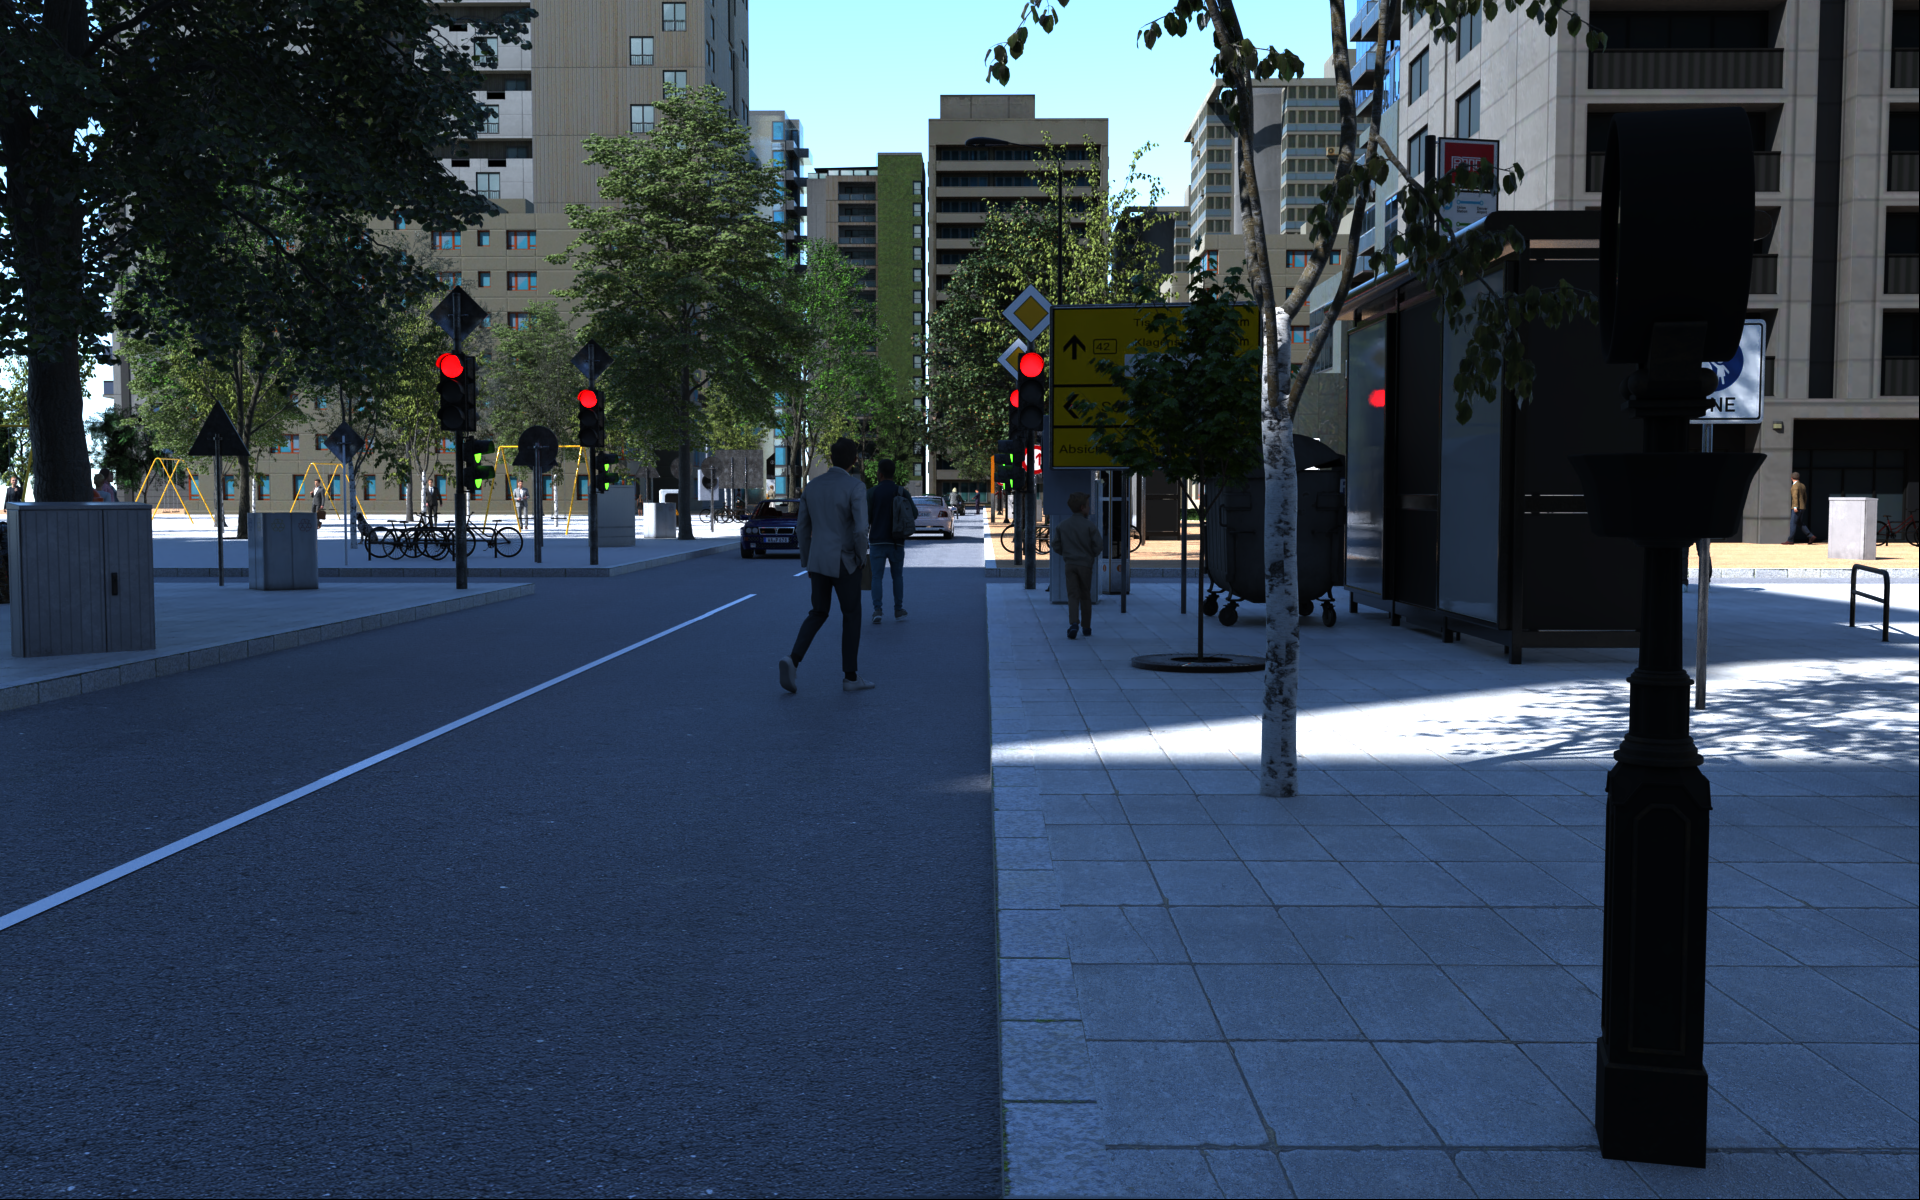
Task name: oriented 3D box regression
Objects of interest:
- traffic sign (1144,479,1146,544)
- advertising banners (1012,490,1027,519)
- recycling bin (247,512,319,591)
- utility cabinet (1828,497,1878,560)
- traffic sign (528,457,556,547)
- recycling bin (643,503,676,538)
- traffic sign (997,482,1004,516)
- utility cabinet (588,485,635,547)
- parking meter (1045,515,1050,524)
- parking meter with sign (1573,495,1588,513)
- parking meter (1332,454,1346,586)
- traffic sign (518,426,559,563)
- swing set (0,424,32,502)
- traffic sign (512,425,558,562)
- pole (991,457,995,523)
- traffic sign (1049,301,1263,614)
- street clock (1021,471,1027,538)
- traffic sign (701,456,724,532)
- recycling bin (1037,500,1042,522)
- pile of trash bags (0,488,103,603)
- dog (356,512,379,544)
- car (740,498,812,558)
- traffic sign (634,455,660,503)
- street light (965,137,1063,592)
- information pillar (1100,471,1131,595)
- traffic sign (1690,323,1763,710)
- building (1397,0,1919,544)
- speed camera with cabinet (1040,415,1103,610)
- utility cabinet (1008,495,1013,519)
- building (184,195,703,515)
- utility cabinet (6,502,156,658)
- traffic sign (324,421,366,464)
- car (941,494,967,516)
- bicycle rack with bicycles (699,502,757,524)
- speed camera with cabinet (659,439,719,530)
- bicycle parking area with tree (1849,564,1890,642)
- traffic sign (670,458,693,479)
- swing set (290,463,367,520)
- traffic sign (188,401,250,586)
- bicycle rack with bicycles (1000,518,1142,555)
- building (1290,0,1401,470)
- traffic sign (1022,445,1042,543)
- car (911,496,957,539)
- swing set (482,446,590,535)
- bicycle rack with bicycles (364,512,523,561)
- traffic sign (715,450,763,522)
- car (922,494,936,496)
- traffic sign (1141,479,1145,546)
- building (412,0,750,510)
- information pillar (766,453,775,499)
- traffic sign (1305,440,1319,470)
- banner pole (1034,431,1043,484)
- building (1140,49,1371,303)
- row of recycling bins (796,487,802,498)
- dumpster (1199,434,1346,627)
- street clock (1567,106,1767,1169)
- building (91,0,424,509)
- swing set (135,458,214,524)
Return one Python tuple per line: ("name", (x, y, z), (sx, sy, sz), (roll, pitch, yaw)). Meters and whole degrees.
("traffic sign", (4.735, -2.718, 44.540), (0.768, 2.556, 0.104), (0, 4, 2))
("advertising banners", (2.692, -4.709, 73.172), (0.090, 3.025, 2.074), (2, 4, 28))
("recycling bin", (-9.156, -0.665, 23.420), (0.722, 1.027, 0.722), (-3, 5, -39))
("utility cabinet", (17.596, -1.405, 34.141), (0.306, 1.237, 1.020), (-1, 4, -13))
("traffic sign", (-10.204, -2.572, 42.150), (0.768, 2.556, 0.104), (0, 4, 7))
("recycling bin", (-8.748, -2.320, 50.482), (0.722, 1.027, 0.722), (-3, 4, -38))
("traffic sign", (2.537, -6.321, 103.457), (0.768, 2.556, 0.104), (0, 4, 4))
("utility cabinet", (-8.476, -2.046, 42.126), (0.318, 1.500, 1.173), (3, 5, 43))
("parking meter", (3.856, -4.196, 74.311), (0.399, 1.863, 0.255), (-3, 4, -37))
("parking meter with sign", (12.474, -2.313, 34.084), (0.543, 3.016, 1.738), (-3, 4, -39))
("parking meter", (5.385, -1.129, 24.170), (0.399, 1.863, 0.255), (1, 4, 17))
("traffic sign", (-7.848, -1.965, 32.227), (0.768, 2.556, 0.104), (0, 4, 3))
("swing set", (-22.276, -2.526, 38.912), (3.119, 2.851, 2.862), (0, 4, -5))
("traffic sign", (-7.979, -1.990, 32.533), (0.884, 2.594, 0.081), (0, 4, 4))
("pole", (1.487, -5.152, 78.074), (0.158, 3.312, 0.155), (0, 3, 0))
("traffic sign", (2.085, -1.509, 18.551), (2.265, 3.308, 0.079), (1, 4, 10))
("street clock", (1.768, -2.712, 48.915), (0.471, 2.002, 0.358), (3, 5, 43))
("traffic sign", (-8.340, -3.559, 58.299), (0.768, 2.556, 0.104), (0, 4, 5))
("recycling bin", (3.341, -4.143, 80.286), (0.722, 1.027, 0.722), (-2, 4, -27))
("pile of trash bags", (-11.263, -0.676, 20.811), (3.447, 1.369, 1.912), (3, 4, 36))
("dog", (-15.095, -1.831, 44.324), (0.800, 0.831, 0.513), (1, 4, 22))
("car", (-4.028, -1.670, 39.893), (1.945, 1.354, 3.894), (0, 3, 0))
("traffic sign", (-10.127, -3.428, 56.057), (0.884, 2.594, 0.081), (1, 4, 9))
("street light", (0.765, -3.068, 22.697), (1.470, 5.913, 1.316), (0, 4, 1))
("information pillar", (1.980, -1.080, 22.144), (0.304, 2.012, 0.304), (-1, 4, -23))
("traffic sign", (4.411, -0.497, 10.251), (0.606, 2.300, 0.079), (0, 4, 5))
("building", (26.269, -37.565, 52.442), (20.611, 71.187, 20.563), (0, 4, 1))
("speed camera with cabinet", (1.305, -1.567, 19.957), (0.660, 3.252, 2.038), (0, 4, 8))
("utility cabinet", (3.016, -4.879, 90.928), (1.020, 1.237, 0.306), (2, 4, 25))
("building", (-34.284, -16.906, 121.448), (27.650, 21.520, 28.899), (0, 4, 1))
("utility cabinet", (-7.081, -0.173, 13.987), (0.306, 1.237, 1.020), (3, 5, 43))
("traffic sign", (-11.057, -1.920, 31.122), (0.795, 2.593, 0.064), (0, 4, 7))
("car", (-0.561, -6.468, 115.533), (2.009, 1.686, 4.222), (0, 4, 3))
("bicycle rack with bicycles", (-9.960, -3.825, 75.929), (2.925, 0.926, 2.852), (0, 4, -3))
("speed camera with cabinet", (-9.614, -4.104, 61.438), (2.038, 3.252, 0.660), (-1, 4, -17))
("bicycle parking area with tree", (10.842, -1.558, 12.472), (8.231, 4.147, 9.016), (2, 4, 32))
("traffic sign", (-9.610, -3.649, 59.763), (0.768, 2.556, 0.104), (0, 4, 2))
("swing set", (-32.243, -5.551, 88.381), (2.862, 2.851, 3.119), (0, 4, 7))
("traffic sign", (-10.330, -1.477, 24.150), (0.884, 2.594, 0.081), (0, 4, 4))
("bicycle rack with bicycles", (2.277, -1.449, 37.073), (2.925, 0.926, 2.852), (1, 4, 15))
("building", (28.015, -47.224, 84.783), (22.319, 86.520, 31.000), (0, 4, 1))
("traffic sign", (1.944, -2.735, 44.829), (0.768, 2.556, 0.104), (0, 4, 2))
("car", (-1.150, -2.687, 56.294), (2.083, 1.381, 4.827), (0, 4, 1))
("swing set", (-13.422, -3.577, 56.109), (3.119, 2.851, 2.862), (1, 4, 10))
("bicycle rack with bicycles", (-10.497, -1.278, 34.273), (2.925, 0.926, 2.852), (1, 4, 12))
("traffic sign", (-10.128, -5.230, 79.379), (2.265, 3.308, 0.079), (0, 4, 8))
("car", (-3.037, -9.703, 167.435), (1.959, 1.807, 4.718), (0, 4, 2))
("traffic sign", (4.546, -2.622, 42.972), (0.768, 2.556, 0.104), (1, 4, 10))
("building", (-33.357, -34.533, 153.851), (27.495, 52.752, 28.713), (0, 4, 1))
("information pillar", (-10.637, -6.493, 97.516), (0.504, 3.616, 0.183), (-1, 4, -18))
("traffic sign", (6.318, -1.824, 31.950), (0.606, 2.300, 0.079), (0, 4, 4))
("banner pole", (2.281, -3.722, 50.869), (0.401, 3.779, 0.863), (2, 4, 30))
("building", (33.678, -28.362, 155.597), (32.217, 40.220, 23.993), (0, 4, 1))
("row of recycling bins", (-8.275, -5.801, 101.962), (3.534, 1.692, 1.069), (-1, 4, -22))
("dumpster", (3.121, -0.713, 17.418), (1.264, 1.857, 1.865), (0, 4, 1))
("street clock", (1.354, 0.075, 3.345), (0.358, 2.002, 0.471), (1, 4, 16))
("building", (-61.969, -37.722, 158.755), (28.212, 58.520, 21.231), (0, 4, 1))
("swing set", (-34.639, -4.788, 75.899), (2.862, 2.851, 3.119), (0, 4, -5))
